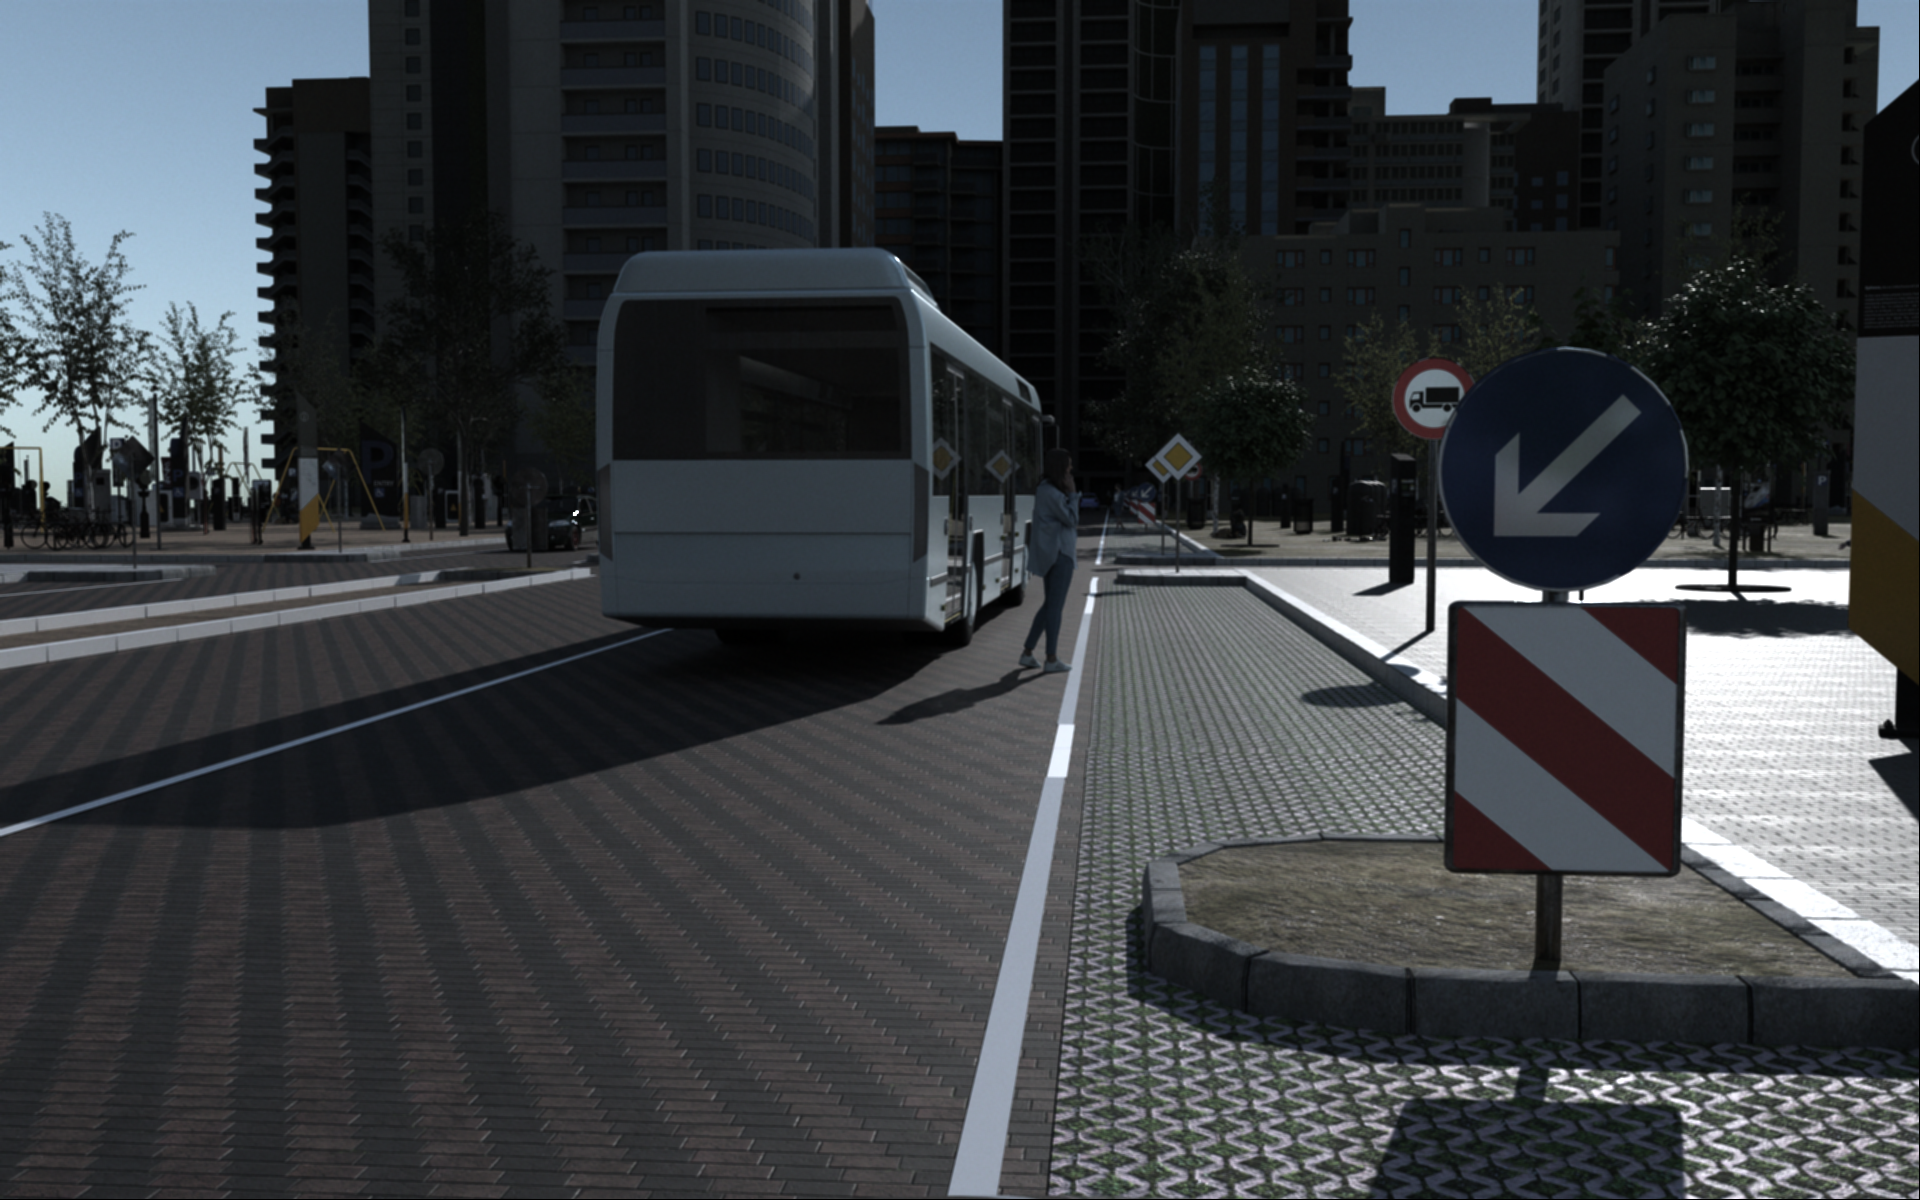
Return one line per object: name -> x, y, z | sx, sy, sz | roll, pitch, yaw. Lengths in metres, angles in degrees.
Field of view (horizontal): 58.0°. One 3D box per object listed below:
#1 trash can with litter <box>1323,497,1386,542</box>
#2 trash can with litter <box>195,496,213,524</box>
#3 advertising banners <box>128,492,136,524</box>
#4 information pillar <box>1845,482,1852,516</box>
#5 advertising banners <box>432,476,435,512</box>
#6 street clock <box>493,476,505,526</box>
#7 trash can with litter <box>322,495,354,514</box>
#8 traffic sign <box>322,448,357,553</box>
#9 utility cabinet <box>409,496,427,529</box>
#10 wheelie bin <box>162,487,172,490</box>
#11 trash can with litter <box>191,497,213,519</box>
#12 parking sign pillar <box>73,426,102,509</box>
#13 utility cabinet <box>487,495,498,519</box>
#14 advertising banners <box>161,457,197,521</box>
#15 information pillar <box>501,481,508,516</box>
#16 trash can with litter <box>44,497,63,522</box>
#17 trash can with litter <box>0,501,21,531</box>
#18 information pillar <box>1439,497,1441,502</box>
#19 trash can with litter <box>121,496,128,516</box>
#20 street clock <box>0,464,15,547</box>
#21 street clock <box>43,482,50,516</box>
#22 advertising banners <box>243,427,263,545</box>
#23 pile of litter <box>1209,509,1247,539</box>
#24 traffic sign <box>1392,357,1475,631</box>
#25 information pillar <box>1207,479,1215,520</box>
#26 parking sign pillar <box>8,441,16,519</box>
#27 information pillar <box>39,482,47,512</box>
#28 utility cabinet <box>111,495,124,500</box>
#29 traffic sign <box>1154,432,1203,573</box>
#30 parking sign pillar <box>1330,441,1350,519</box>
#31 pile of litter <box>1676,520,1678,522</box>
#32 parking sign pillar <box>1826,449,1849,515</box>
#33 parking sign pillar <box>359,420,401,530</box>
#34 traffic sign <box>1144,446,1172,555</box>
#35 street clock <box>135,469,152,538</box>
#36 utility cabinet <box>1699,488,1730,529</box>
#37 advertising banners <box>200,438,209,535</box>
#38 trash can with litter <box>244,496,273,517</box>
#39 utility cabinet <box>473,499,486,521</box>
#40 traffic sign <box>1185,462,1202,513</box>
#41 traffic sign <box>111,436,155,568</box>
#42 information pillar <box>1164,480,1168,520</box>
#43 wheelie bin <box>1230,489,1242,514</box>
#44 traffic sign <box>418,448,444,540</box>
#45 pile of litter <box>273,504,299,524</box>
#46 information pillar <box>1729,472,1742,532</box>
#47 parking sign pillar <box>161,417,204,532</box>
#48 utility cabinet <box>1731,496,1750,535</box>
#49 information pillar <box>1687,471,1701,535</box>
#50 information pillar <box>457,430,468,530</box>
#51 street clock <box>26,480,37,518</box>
trash can with litter -> 10.782, -2.222, 47.389 | 2.233, 1.210, 1.678 | -1, 4, -20
trash can with litter -> -31.729, -3.777, 73.147 | 1.055, 1.170, 0.624 | -2, 4, -28
advertising banners -> -34.818, -4.711, 73.217 | 0.090, 3.025, 2.074 | -1, 4, -9
information pillar -> 52.611, -5.992, 102.468 | 0.304, 2.012, 0.304 | -3, 5, -43
advertising banners -> -32.665, -6.872, 108.549 | 2.074, 3.025, 0.090 | 3, 5, 41
street clock -> -18.235, -3.915, 68.581 | 0.471, 2.002, 0.358 | -1, 4, -18
trash can with litter -> -40.315, -6.162, 111.801 | 2.233, 1.210, 1.678 | 0, 4, -5
traffic sign -> -13.529, -2.087, 37.763 | 0.795, 2.450, 0.064 | 0, 4, 5
utility cabinet -> -20.191, -3.268, 64.600 | 0.306, 1.237, 1.020 | 0, 4, 2
wheelie bin -> -36.534, -4.410, 80.005 | 0.693, 1.594, 0.980 | 1, 4, 21
trash can with litter -> -38.617, -4.716, 88.166 | 1.678, 1.210, 2.233 | 0, 4, -3
parking sign pillar -> -34.358, -4.879, 68.241 | 1.447, 3.967, 1.447 | 0, 4, 5
utility cabinet -> -23.830, -4.697, 87.951 | 0.306, 1.237, 1.020 | -3, 5, -42
advertising banners -> -36.547, -5.219, 81.513 | 2.074, 3.025, 0.090 | 0, 4, 1
information pillar -> -26.588, -5.906, 101.063 | 0.304, 2.012, 0.304 | 1, 4, 15
trash can with litter -> -40.328, -4.030, 77.283 | 0.624, 1.170, 1.055 | 1, 4, 19
trash can with litter -> -34.311, -3.086, 61.516 | 1.678, 1.210, 2.233 | -2, 4, -31
information pillar -> 23.997, -5.780, 85.864 | 0.504, 3.616, 0.183 | 2, 4, 27
trash can with litter -> -48.624, -5.553, 101.851 | 2.233, 1.210, 1.678 | -1, 4, -22
street clock -> -23.128, -2.293, 42.064 | 0.358, 2.002, 0.471 | -1, 4, -21
street clock -> -53.306, -5.895, 100.957 | 0.471, 2.002, 0.358 | 0, 4, 8
advertising banners -> -18.197, -2.958, 44.550 | 0.090, 3.025, 2.074 | -2, 4, -32
pile of litter -> 7.797, -2.220, 50.269 | 1.176, 0.858, 1.719 | 2, 4, 28
traffic sign -> 4.423, -0.985, 16.207 | 0.768, 2.556, 0.104 | 1, 4, 12
information pillar -> 12.616, -5.047, 87.017 | 0.304, 2.012, 0.304 | -3, 4, -36
parking sign pillar -> -48.907, -6.101, 88.225 | 1.447, 3.967, 1.447 | -3, 4, -38
information pillar -> -54.093, -5.976, 102.191 | 0.304, 2.012, 0.304 | -1, 4, -15
utility cabinet -> -51.093, -5.718, 104.656 | 1.020, 1.237, 0.306 | 0, 4, -1
traffic sign -> 3.550, -1.504, 28.239 | 0.795, 2.450, 0.064 | 0, 4, 5
parking sign pillar -> 19.802, -6.162, 89.220 | 1.447, 3.967, 1.447 | 1, 4, 10
pile of litter -> 32.476, -3.944, 78.457 | 1.176, 0.858, 1.719 | -1, 4, -14
parking sign pillar -> 52.991, -7.103, 104.602 | 1.447, 3.967, 1.447 | -1, 4, -21
parking sign pillar -> -21.168, -4.566, 63.121 | 1.447, 3.967, 1.447 | -1, 4, -16
traffic sign -> 4.246, -1.991, 36.194 | 0.795, 2.450, 0.064 | 0, 4, 5
street clock -> -23.732, -2.802, 50.375 | 0.358, 2.002, 0.471 | 2, 4, 24
utility cabinet -> 27.646, -3.356, 63.556 | 1.173, 1.500, 0.318 | 3, 5, 42
advertising banners -> -23.822, -3.572, 54.592 | 0.090, 3.025, 2.074 | -1, 4, -19
trash can with litter -> -40.241, -5.411, 99.531 | 2.233, 1.210, 1.678 | -1, 4, -22
utility cabinet -> -22.614, -4.455, 81.520 | 0.318, 1.500, 1.173 | -2, 4, -29
traffic sign -> 8.648, -3.949, 64.679 | 0.768, 2.556, 0.104 | 1, 4, 12
traffic sign -> -14.225, -1.600, 29.808 | 0.795, 2.450, 0.064 | 0, 4, 5
information pillar -> 10.337, -5.071, 87.406 | 0.304, 2.012, 0.304 | 0, 4, 3
wheelie bin -> 16.413, -5.780, 102.404 | 0.980, 1.594, 0.693 | 3, 5, 40
traffic sign -> -14.672, -2.929, 47.999 | 0.768, 2.556, 0.104 | 1, 4, 9
pile of litter -> -28.910, -3.682, 74.171 | 1.176, 0.858, 1.719 | 0, 4, 6
information pillar -> 25.701, -3.234, 57.372 | 0.304, 2.012, 0.304 | 1, 4, 10
parking sign pillar -> -26.950, -4.368, 59.882 | 1.447, 3.967, 1.447 | -1, 4, -17
utility cabinet -> 24.561, -2.639, 54.303 | 1.020, 1.237, 0.306 | -3, 4, -37
information pillar -> 23.000, -3.045, 54.283 | 0.304, 2.012, 0.304 | 2, 4, 35
information pillar -> -17.787, -4.317, 61.934 | 0.504, 3.616, 0.183 | 3, 4, 39
street clock -> -47.192, -5.108, 88.083 | 0.471, 2.002, 0.358 | -3, 5, -44
